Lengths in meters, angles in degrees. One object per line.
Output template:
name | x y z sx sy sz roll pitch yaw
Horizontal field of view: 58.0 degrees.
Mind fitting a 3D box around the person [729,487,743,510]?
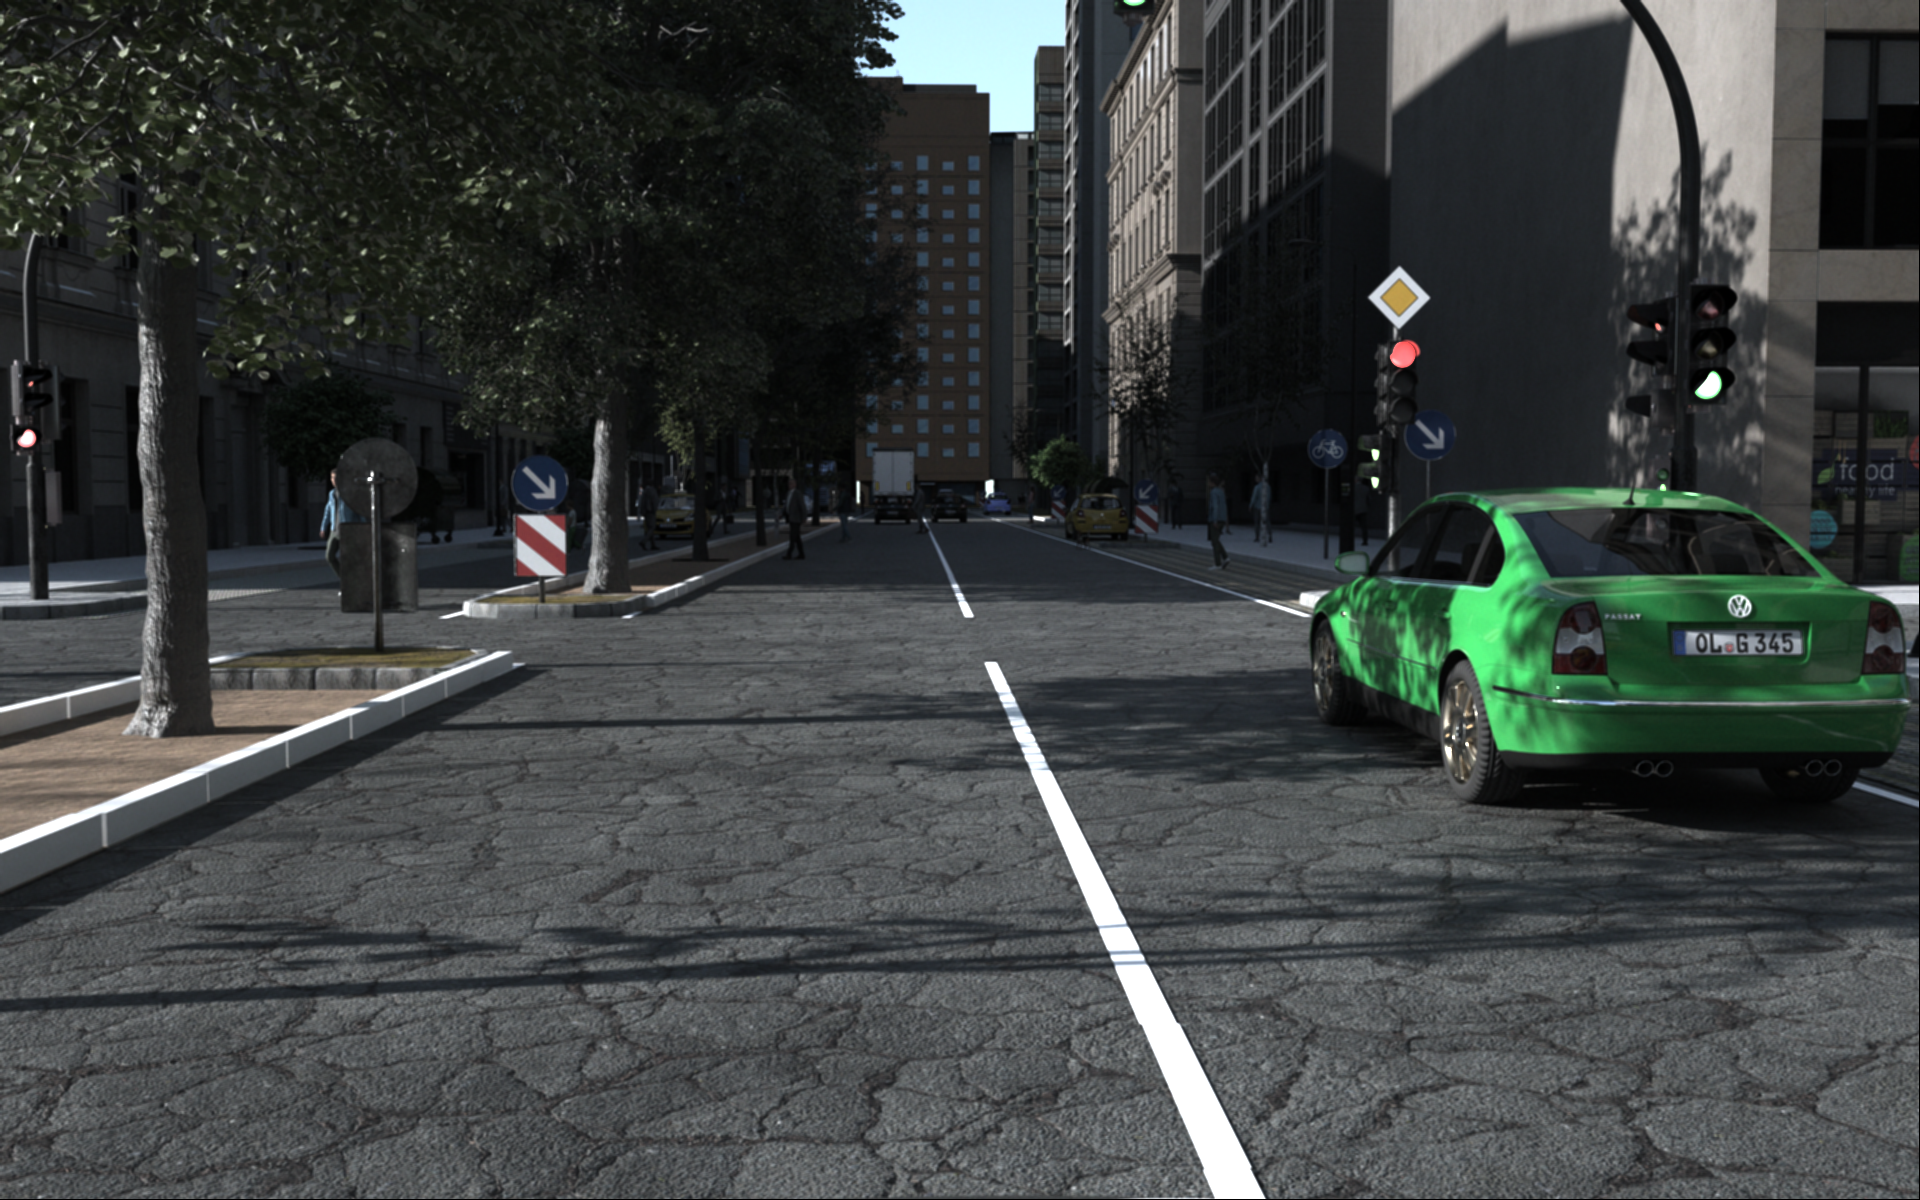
person | -18.075 -8.184 139.480 1.348 1.869 0.705 1 4 22

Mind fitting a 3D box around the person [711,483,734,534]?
person | -8.560 -3.287 62.205 0.822 1.834 0.622 3 4 38

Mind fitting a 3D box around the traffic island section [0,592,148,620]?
traffic island section | -11.224 0.073 21.088 2.009 0.180 2.903 0 4 -2

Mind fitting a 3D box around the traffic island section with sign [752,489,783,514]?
traffic island section with sign | -13.714 -7.012 123.268 1.989 1.847 2.006 0 4 -2

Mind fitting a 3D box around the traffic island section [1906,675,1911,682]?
traffic island section | 5.631 0.534 13.557 2.009 0.180 2.903 0 4 -2

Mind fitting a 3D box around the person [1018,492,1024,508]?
person | 5.733 -9.361 162.290 0.799 1.438 0.628 3 4 39

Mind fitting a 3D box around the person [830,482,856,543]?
person | -3.384 -2.546 50.467 0.721 1.781 0.623 0 4 7

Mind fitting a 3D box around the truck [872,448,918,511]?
truck | -4.149 -7.409 110.045 2.839 4.237 11.283 0 4 -1

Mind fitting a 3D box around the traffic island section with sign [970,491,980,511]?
traffic island section with sign | 1.846 -8.697 150.826 1.989 1.847 2.006 0 4 -2

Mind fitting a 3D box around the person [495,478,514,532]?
person | -15.303 -3.166 57.922 0.709 1.813 0.853 3 5 41

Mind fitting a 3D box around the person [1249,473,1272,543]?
person | 7.993 -2.447 45.919 0.638 1.841 0.748 -1 4 -12

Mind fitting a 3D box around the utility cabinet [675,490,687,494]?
utility cabinet | -15.430 -5.276 94.934 0.318 1.500 1.173 2 4 27

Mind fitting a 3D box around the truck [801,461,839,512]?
truck | -11.216 -9.492 144.957 2.967 4.110 18.799 0 4 -1

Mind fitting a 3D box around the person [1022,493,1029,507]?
person | 6.528 -9.930 171.586 0.799 1.438 0.628 -3 4 -36

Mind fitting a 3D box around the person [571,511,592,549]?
person | -9.627 -2.243 45.393 0.699 1.804 1.509 3 5 44

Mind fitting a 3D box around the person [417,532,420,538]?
person | -15.728 -2.649 49.781 0.534 1.772 0.576 0 4 2

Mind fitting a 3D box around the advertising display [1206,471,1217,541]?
advertising display | 6.962 -2.611 47.900 0.123 1.923 0.974 1 4 18

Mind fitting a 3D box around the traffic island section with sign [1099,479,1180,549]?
traffic island section with sign | 4.750 -2.294 46.129 1.989 1.847 2.006 0 4 -2

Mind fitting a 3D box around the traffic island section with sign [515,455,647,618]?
traffic island section with sign | -4.926 -0.782 20.917 2.006 1.907 1.989 0 4 -2

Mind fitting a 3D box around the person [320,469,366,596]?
person | -8.576 -0.935 24.132 0.601 1.785 0.444 1 4 22

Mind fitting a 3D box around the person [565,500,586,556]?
person | -9.001 -1.687 40.329 0.590 1.304 0.306 -2 4 -26

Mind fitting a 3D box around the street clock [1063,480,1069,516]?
street clock | 5.446 -5.182 89.292 0.358 2.002 0.471 0 4 3

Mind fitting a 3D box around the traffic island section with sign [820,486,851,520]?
traffic island section with sign | -7.004 -5.376 96.027 2.006 1.907 1.989 0 4 -2

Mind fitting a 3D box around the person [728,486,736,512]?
person | -16.730 -7.399 126.890 0.599 1.838 0.709 -2 4 -28

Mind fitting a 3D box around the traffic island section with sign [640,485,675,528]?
traffic island section with sign | -12.330 -3.933 72.926 1.989 1.847 2.006 0 4 -2

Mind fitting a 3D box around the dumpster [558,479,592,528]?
dumpster | -14.570 -3.669 65.744 1.264 1.857 1.865 0 4 -2

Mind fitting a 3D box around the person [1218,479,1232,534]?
person | 8.376 -2.980 55.113 0.374 1.781 0.599 -2 4 -31

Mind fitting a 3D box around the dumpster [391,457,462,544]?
dumpster | -13.931 -2.598 44.975 1.502 2.255 1.985 0 4 -1

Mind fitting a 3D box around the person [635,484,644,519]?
person | -16.520 -5.127 89.956 0.778 1.811 0.616 1 4 20

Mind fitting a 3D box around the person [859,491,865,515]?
person | -6.644 -6.545 116.988 0.415 1.643 0.593 -2 4 -30

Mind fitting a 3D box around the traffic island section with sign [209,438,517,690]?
traffic island section with sign | -4.732 -0.329 13.512 2.006 1.907 1.989 0 4 -2

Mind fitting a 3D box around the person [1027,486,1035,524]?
person | 3.455 -4.606 83.815 0.388 1.821 0.555 1 4 11

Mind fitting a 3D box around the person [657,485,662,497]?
person | -17.397 -5.763 100.398 1.348 1.807 0.705 1 4 20

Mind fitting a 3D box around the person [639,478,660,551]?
person | -7.893 -2.174 44.139 0.679 1.850 0.850 2 4 33

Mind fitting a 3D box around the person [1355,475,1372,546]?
person | 9.947 -2.264 43.463 0.661 1.777 0.834 -2 4 -27

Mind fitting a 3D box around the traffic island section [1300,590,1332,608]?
traffic island section | 5.411 0.045 21.540 2.009 0.180 2.903 0 4 -2

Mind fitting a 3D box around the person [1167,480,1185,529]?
person | 7.927 -3.515 63.690 0.661 1.801 0.590 0 4 6

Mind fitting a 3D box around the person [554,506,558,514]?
person | -16.817 -4.012 72.647 0.522 1.701 0.512 2 4 32

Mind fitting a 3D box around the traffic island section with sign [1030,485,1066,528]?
traffic island section with sign | 3.994 -3.955 73.300 1.989 1.847 2.006 0 4 -2

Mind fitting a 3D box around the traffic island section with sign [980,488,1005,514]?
traffic island section with sign | 2.619 -7.025 123.483 1.989 1.847 2.006 0 4 -2

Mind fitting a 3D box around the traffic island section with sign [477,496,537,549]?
traffic island section with sign | -11.591 -2.285 45.981 1.989 1.847 2.006 0 4 -2

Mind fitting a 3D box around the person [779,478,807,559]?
person | -3.675 -1.764 37.741 0.661 1.777 0.834 3 4 38

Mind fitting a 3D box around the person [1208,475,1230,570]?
person | 4.862 -1.453 32.599 0.444 1.785 0.601 3 5 39

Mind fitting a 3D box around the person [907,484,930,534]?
person | -1.487 -3.323 62.958 0.853 1.813 0.709 1 4 10

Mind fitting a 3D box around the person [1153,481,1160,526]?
person | 7.775 -3.847 69.207 0.793 1.790 0.793 -2 4 -27
